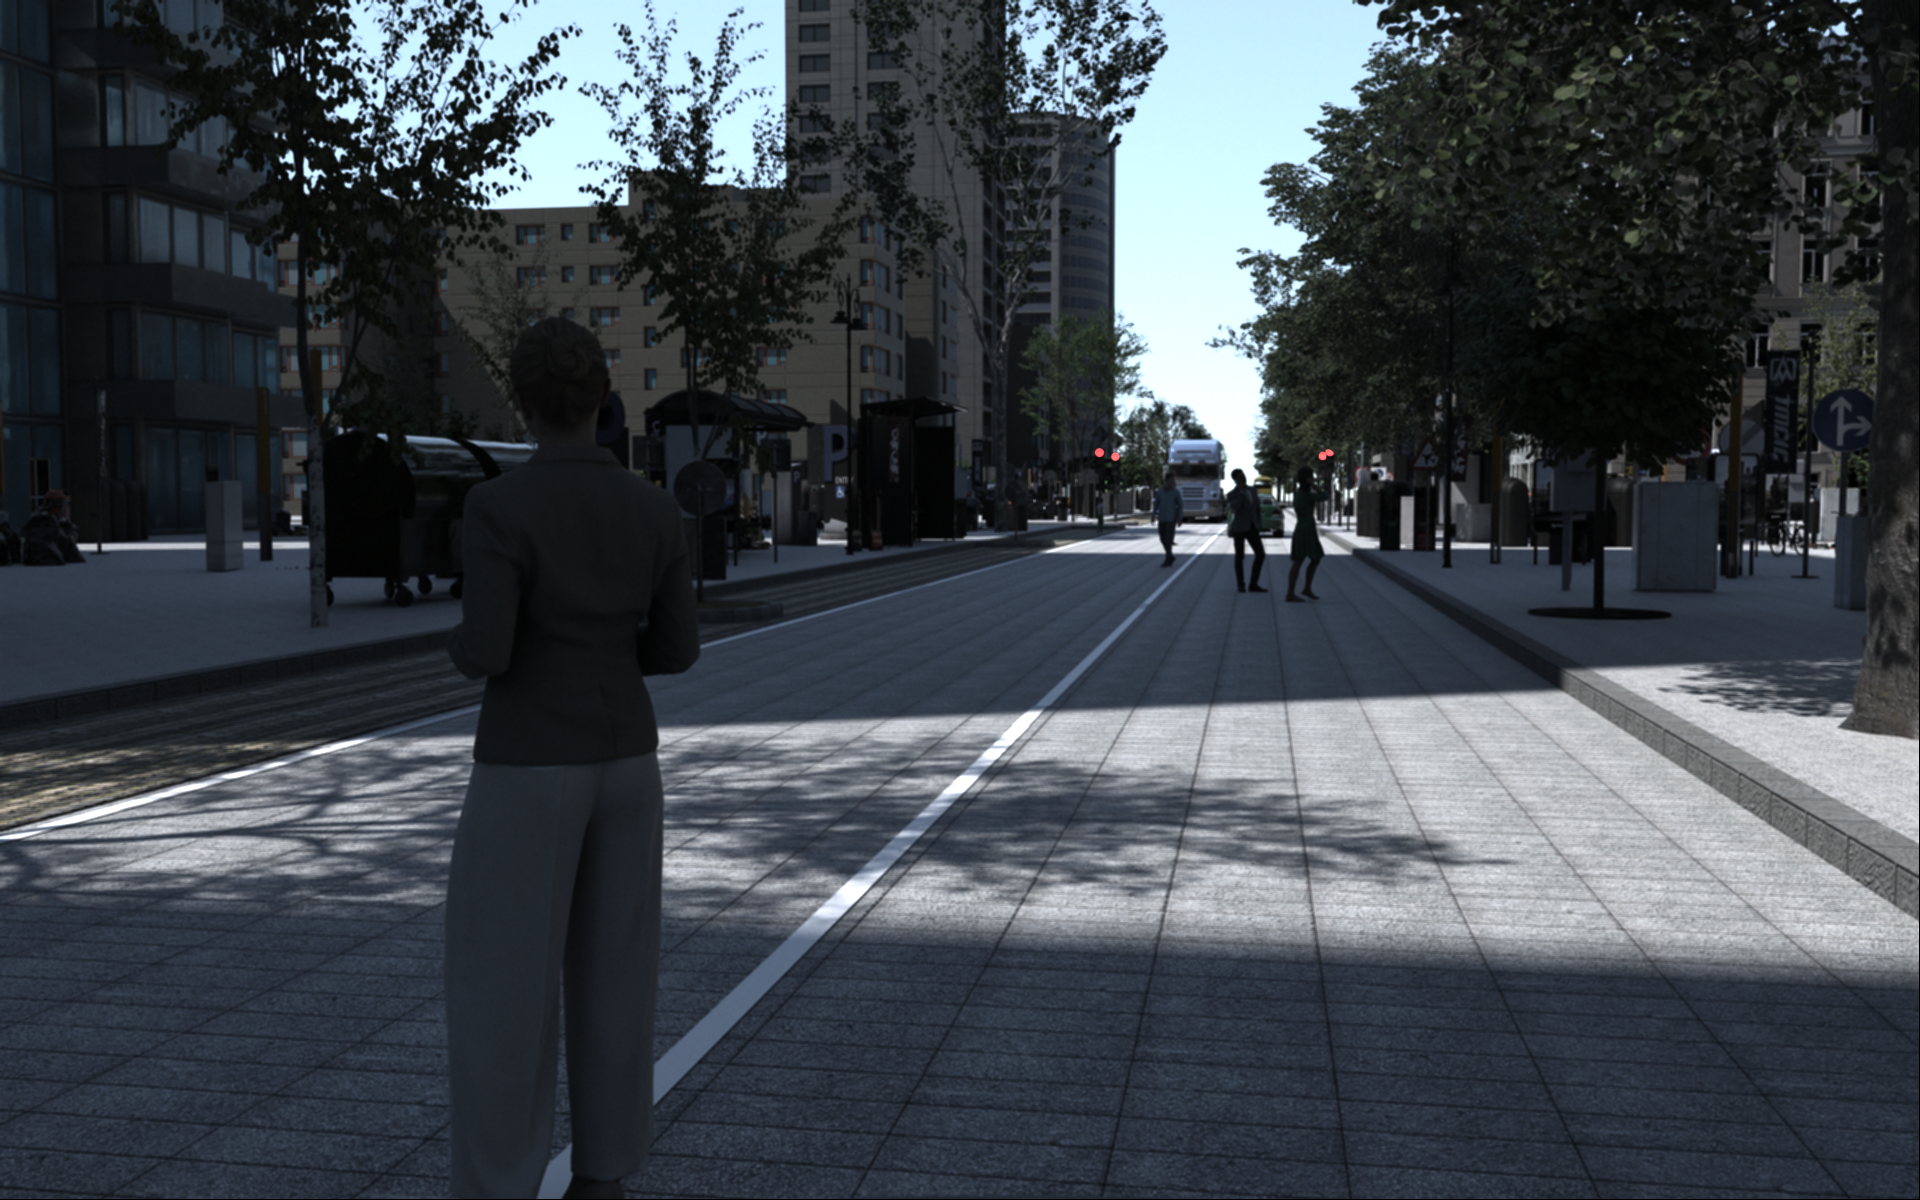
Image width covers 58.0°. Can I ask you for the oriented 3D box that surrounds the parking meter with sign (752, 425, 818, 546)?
[{"bbox_3d":[-4.344,-2.877,43.300,1.738,3.016,0.543,2,4,33],"label":"parking meter with sign"}]

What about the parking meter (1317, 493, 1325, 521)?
[{"bbox_3d":[17.202,-4.533,82.524,0.372,1.533,0.369,0,3,0],"label":"parking meter"}]

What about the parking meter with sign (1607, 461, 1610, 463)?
[{"bbox_3d":[23.904,-4.244,65.654,1.738,3.016,0.543,-3,5,-39],"label":"parking meter with sign"}]

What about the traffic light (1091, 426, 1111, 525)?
[{"bbox_3d":[5.780,-5.037,71.283,0.839,4.253,0.868,1,4,10],"label":"traffic light"}]

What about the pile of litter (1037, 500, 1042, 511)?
[{"bbox_3d":[5.303,-6.412,118.796,1.719,0.858,1.176,-1,4,-12],"label":"pile of litter"}]

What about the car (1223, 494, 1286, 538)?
[{"bbox_3d":[9.922,-2.842,58.260,2.131,1.459,4.920,1,4,8],"label":"car"}]

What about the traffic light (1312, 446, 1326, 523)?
[{"bbox_3d":[16.218,-5.424,77.608,0.839,4.253,0.868,1,4,10],"label":"traffic light"}]

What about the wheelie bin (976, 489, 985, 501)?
[{"bbox_3d":[1.461,-6.306,111.004,0.693,1.594,0.980,2,4,32],"label":"wheelie bin"}]

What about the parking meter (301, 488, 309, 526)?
[{"bbox_3d":[-26.522,-3.784,70.282,0.372,1.533,0.369,0,3,0],"label":"parking meter"}]

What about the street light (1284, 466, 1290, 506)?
[{"bbox_3d":[35.774,-13.165,188.040,0.468,5.910,1.993,1,4,10],"label":"street light"}]

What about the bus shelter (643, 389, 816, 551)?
[{"bbox_3d":[-4.683,-2.584,36.173,2.014,3.302,5.546,1,4,10],"label":"bus shelter"}]

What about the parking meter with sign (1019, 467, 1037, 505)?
[{"bbox_3d":[4.052,-7.034,111.268,1.738,3.016,0.543,2,4,34],"label":"parking meter with sign"}]

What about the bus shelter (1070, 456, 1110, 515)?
[{"bbox_3d":[8.072,-7.166,108.453,1.731,3.624,6.357,1,4,10],"label":"bus shelter"}]

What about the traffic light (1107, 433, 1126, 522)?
[{"bbox_3d":[7.137,-5.519,79.153,0.839,4.253,0.868,1,4,10],"label":"traffic light"}]

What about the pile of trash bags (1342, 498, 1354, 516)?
[{"bbox_3d":[23.920,-5.579,100.961,3.447,1.369,1.912,-3,5,-44],"label":"pile of trash bags"}]

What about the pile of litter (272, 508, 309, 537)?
[{"bbox_3d":[-20.435,-2.383,52.927,1.176,0.858,1.719,2,4,33],"label":"pile of litter"}]

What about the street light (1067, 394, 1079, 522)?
[{"bbox_3d":[5.237,-6.559,80.030,0.468,5.910,1.993,1,4,10],"label":"street light"}]

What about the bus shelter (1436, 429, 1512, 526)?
[{"bbox_3d":[16.708,-3.846,56.800,2.014,3.302,5.546,1,4,10],"label":"bus shelter"}]

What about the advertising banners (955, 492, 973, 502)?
[{"bbox_3d":[-0.123,-6.934,109.552,2.074,3.025,0.090,2,4,30],"label":"advertising banners"}]

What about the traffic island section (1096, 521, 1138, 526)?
[{"bbox_3d":[7.100,-3.487,79.294,2.009,0.180,2.903,1,4,10],"label":"traffic island section"}]

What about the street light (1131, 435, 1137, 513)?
[{"bbox_3d":[11.834,-8.923,118.684,0.468,5.910,1.993,1,4,10],"label":"street light"}]

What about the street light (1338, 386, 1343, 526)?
[{"bbox_3d":[15.116,-5.869,68.753,0.468,5.910,1.993,1,4,10],"label":"street light"}]

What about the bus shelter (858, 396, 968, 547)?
[{"bbox_3d":[-1.142,-3.274,44.805,1.731,3.624,6.357,1,4,10],"label":"bus shelter"}]

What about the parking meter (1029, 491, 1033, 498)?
[{"bbox_3d":[5.154,-7.244,126.856,0.372,1.533,0.369,0,3,0],"label":"parking meter"}]

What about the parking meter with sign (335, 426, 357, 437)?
[{"bbox_3d":[-15.680,-2.885,43.430,0.543,3.016,1.738,0,4,2],"label":"parking meter with sign"}]

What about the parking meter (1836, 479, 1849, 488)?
[{"bbox_3d":[33.095,-3.626,64.988,0.255,1.863,0.399,-1,4,-15],"label":"parking meter"}]

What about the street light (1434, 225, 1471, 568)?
[{"bbox_3d":[8.507,-3.503,30.064,0.468,5.910,1.993,1,4,10],"label":"street light"}]

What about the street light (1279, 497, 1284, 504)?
[{"bbox_3d":[42.419,-15.529,226.685,0.468,5.910,1.993,1,4,10],"label":"street light"}]

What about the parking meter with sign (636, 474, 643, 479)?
[{"bbox_3d":[-12.406,-4.255,65.837,0.543,3.016,1.738,3,5,43],"label":"parking meter with sign"}]

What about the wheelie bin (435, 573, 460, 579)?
[{"bbox_3d":[-7.670,-1.135,26.472,0.980,1.594,0.693,2,4,23],"label":"wheelie bin"}]

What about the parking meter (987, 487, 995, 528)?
[{"bbox_3d":[1.210,-3.528,66.100,0.372,1.533,0.369,0,3,0],"label":"parking meter"}]

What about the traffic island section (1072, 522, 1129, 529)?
[{"bbox_3d":[5.742,-3.006,71.425,2.009,0.180,2.903,1,4,10],"label":"traffic island section"}]

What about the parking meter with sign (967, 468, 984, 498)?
[{"bbox_3d":[1.280,-7.428,117.708,0.543,3.016,1.738,3,5,44],"label":"parking meter with sign"}]

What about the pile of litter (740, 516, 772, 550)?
[{"bbox_3d":[-4.975,-1.619,40.433,1.176,0.858,1.719,0,4,2],"label":"pile of litter"}]

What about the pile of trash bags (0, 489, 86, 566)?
[{"bbox_3d":[-17.238,-1.371,32.168,1.912,1.369,3.447,-1,4,-11],"label":"pile of trash bags"}]

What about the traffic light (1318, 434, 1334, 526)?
[{"bbox_3d":[14.860,-4.943,69.739,0.839,4.253,0.868,1,4,10],"label":"traffic light"}]

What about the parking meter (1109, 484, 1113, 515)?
[{"bbox_3d":[9.087,-6.022,104.173,0.255,1.863,0.399,1,4,9],"label":"parking meter"}]

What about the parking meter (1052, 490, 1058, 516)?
[{"bbox_3d":[5.490,-5.604,100.037,0.372,1.533,0.369,0,3,0],"label":"parking meter"}]

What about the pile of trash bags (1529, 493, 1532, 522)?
[{"bbox_3d":[21.933,-3.272,63.247,1.912,1.369,3.447,-2,4,-34],"label":"pile of trash bags"}]

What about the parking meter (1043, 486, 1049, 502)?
[{"bbox_3d":[5.485,-6.409,110.490,0.255,1.863,0.399,-1,4,-14],"label":"parking meter"}]

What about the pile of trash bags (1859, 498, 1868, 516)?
[{"bbox_3d":[40.822,-4.229,78.904,3.447,1.369,1.912,-2,4,-34],"label":"pile of trash bags"}]

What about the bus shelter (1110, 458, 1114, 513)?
[{"bbox_3d":[9.627,-7.670,116.694,1.731,3.624,6.357,1,4,10],"label":"bus shelter"}]

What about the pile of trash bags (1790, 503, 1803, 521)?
[{"bbox_3d":[40.686,-4.523,83.710,3.447,1.369,1.912,0,4,2],"label":"pile of trash bags"}]

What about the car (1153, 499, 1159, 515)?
[{"bbox_3d":[14.283,-6.705,119.214,1.945,1.707,3.694,1,4,10],"label":"car"}]

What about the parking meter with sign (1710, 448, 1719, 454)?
[{"bbox_3d":[29.468,-4.276,66.174,1.738,3.016,0.543,-2,4,-25],"label":"parking meter with sign"}]

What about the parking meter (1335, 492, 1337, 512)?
[{"bbox_3d":[26.095,-6.876,120.840,0.372,1.533,0.369,0,3,0],"label":"parking meter"}]

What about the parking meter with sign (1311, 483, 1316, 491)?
[{"bbox_3d":[24.990,-7.704,122.220,1.738,3.016,0.543,-2,4,-23],"label":"parking meter with sign"}]

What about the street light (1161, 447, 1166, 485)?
[{"bbox_3d":[18.186,-11.156,155.186,0.468,5.910,1.993,1,4,10],"label":"street light"}]

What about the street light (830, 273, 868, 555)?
[{"bbox_3d":[-2.330,-3.894,36.447,0.468,5.910,1.993,1,4,10],"label":"street light"}]

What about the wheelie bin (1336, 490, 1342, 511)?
[{"bbox_3d":[27.924,-7.368,128.373,0.693,1.594,0.980,3,4,36],"label":"wheelie bin"}]

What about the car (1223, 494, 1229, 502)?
[{"bbox_3d":[29.966,-11.309,194.683,2.009,1.686,4.222,1,4,11],"label":"car"}]

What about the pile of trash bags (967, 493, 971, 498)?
[{"bbox_3d":[1.527,-5.929,106.697,3.447,1.369,1.912,-3,4,-36],"label":"pile of trash bags"}]

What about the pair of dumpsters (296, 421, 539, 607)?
[{"bbox_3d":[-6.489,-1.170,21.617,1.574,2.255,4.437,1,4,10],"label":"pair of dumpsters"}]

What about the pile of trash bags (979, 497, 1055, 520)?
[{"bbox_3d":[2.972,-4.632,85.478,3.447,1.369,1.912,-3,5,-42],"label":"pile of trash bags"}]

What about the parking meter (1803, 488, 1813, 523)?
[{"bbox_3d":[37.236,-4.137,76.056,0.372,1.533,0.369,0,3,0],"label":"parking meter"}]

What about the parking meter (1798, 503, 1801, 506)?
[{"bbox_3d":[41.347,-4.886,85.598,0.399,1.863,0.255,1,4,15],"label":"parking meter"}]

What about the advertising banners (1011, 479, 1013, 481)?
[{"bbox_3d":[3.341,-7.246,114.652,0.090,3.025,2.074,0,4,-5],"label":"advertising banners"}]
